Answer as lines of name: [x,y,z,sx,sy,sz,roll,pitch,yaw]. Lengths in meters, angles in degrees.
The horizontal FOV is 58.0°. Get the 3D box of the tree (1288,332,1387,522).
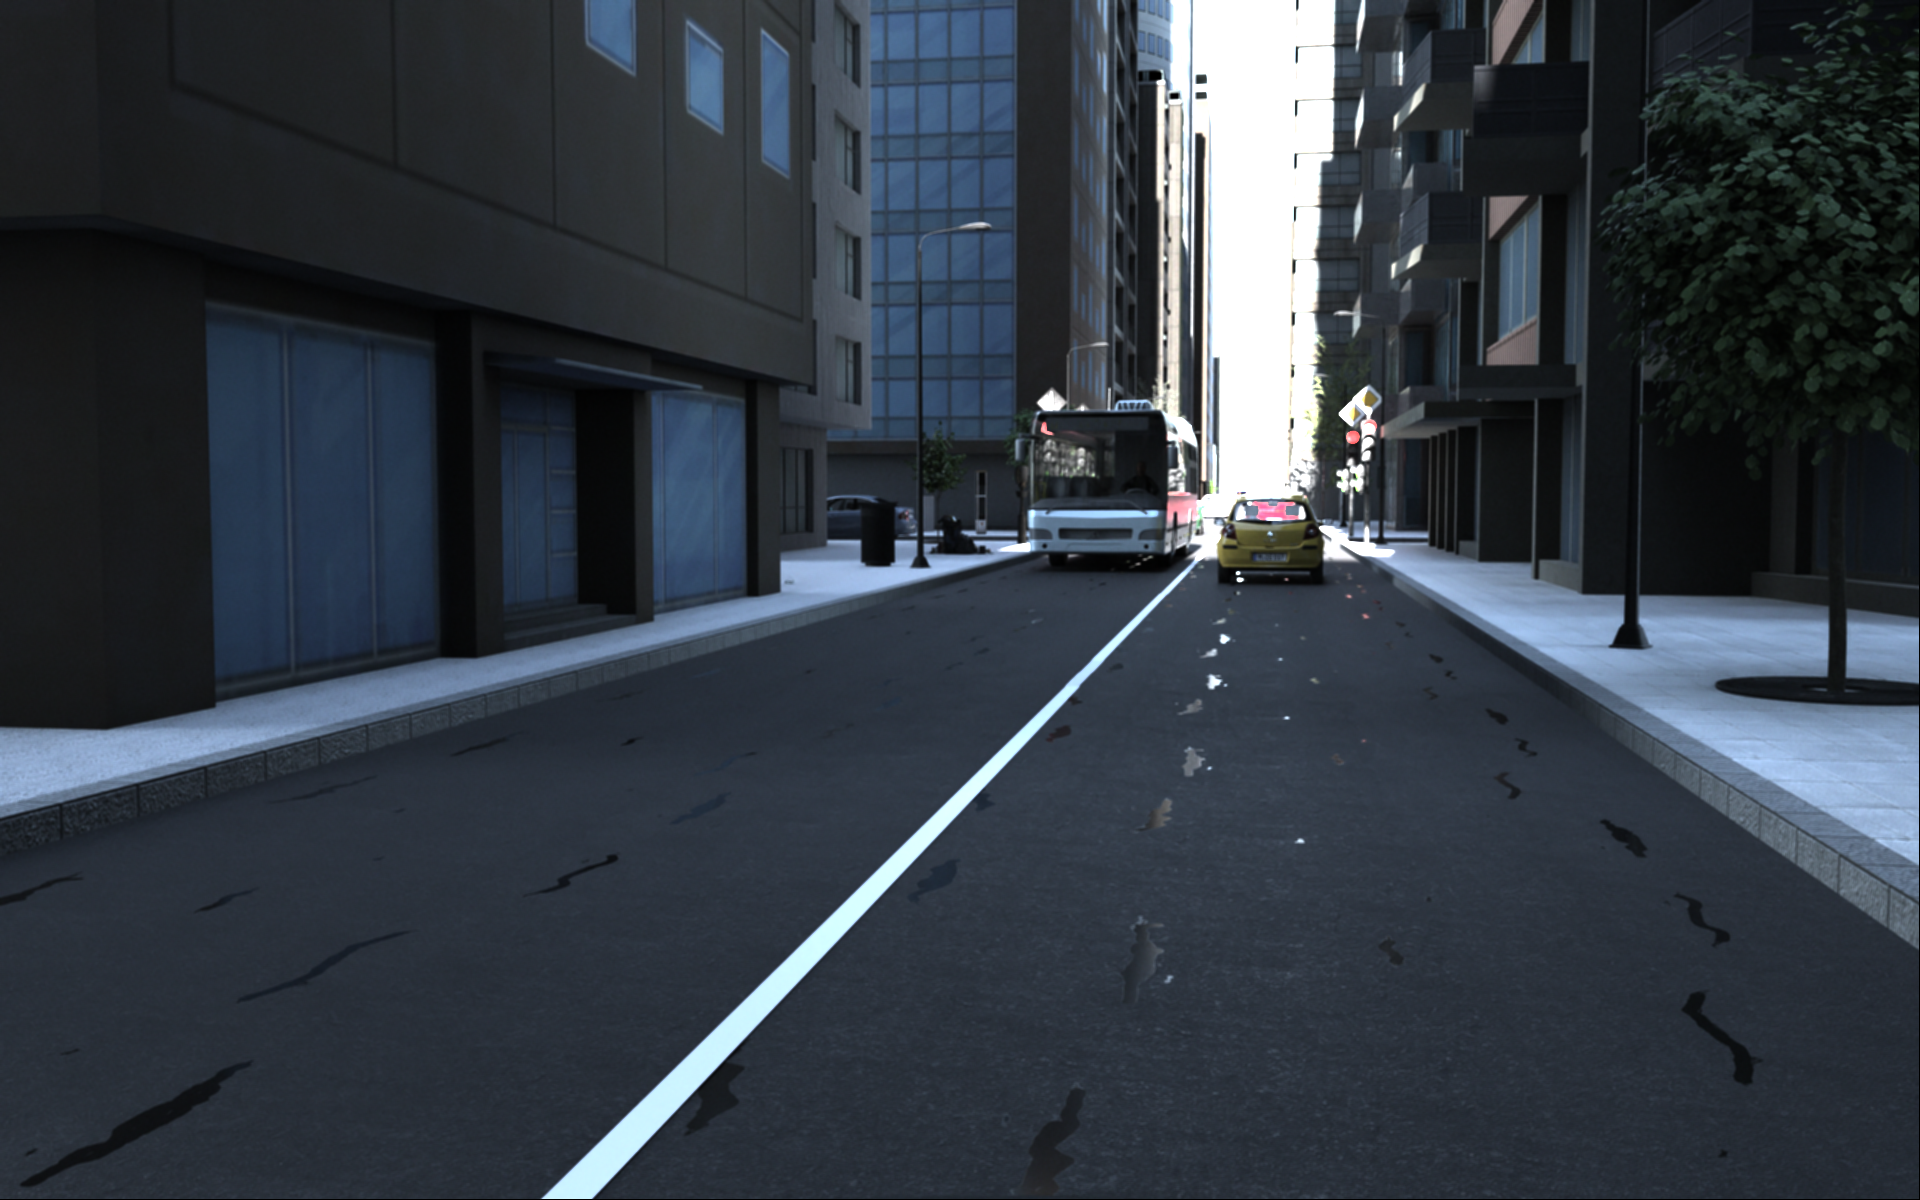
tree: [16.986,-7.813,78.106,4.737,8.622,4.395,0,3,0]

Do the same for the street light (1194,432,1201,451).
street light: [17.243,-9.582,129.204,1.470,5.913,1.316,1,4,10]

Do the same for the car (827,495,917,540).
car: [-3.510,-2.355,50.509,4.499,1.417,2.014,1,4,11]

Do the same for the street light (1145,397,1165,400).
street light: [9.056,-6.737,82.692,1.470,5.913,1.316,1,4,10]

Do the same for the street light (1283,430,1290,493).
street light: [24.417,-9.377,125.859,1.470,5.913,1.316,1,4,10]

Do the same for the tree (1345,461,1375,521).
tree: [18.403,-5.319,81.561,1.663,3.219,1.824,0,3,0]

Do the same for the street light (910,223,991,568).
street light: [-0.160,-3.509,29.920,1.470,5.913,1.316,1,4,10]

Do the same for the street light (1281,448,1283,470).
street light: [27.603,-10.457,143.518,1.470,5.913,1.316,1,4,10]

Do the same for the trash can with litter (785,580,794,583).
trash can with litter: [-3.496,-0.827,24.582,2.233,1.210,1.678,0,4,0]

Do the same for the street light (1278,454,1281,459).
street light: [32.683,-12.236,172.595,1.470,5.913,1.316,1,4,10]

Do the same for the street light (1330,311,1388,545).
street light: [10.206,-4.377,44.105,1.470,5.913,1.316,1,4,10]

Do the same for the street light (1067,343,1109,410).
street light: [3.870,-4.948,53.442,1.470,5.913,1.316,1,4,10]

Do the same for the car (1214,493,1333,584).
car: [5.272,-1.163,29.234,2.015,1.641,3.980,1,4,11]

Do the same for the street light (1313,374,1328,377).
street light: [14.351,-5.784,67.116,1.470,5.913,1.316,1,4,10]

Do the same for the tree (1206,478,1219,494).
tree: [29.613,-12.787,203.665,1.663,3.219,1.824,0,3,0]

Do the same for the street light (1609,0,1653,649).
street light: [5.079,-2.561,14.406,1.470,5.913,1.316,1,4,10]

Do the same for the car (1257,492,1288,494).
car: [11.365,-3.305,63.080,2.155,1.783,4.494,1,4,8]

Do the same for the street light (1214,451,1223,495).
street light: [27.589,-13.213,188.576,1.470,5.913,1.316,1,4,10]

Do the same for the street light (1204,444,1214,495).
street light: [22.395,-11.430,159.423,1.470,5.913,1.316,1,4,10]

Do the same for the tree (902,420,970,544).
tree: [-0.525,-3.088,45.085,1.663,3.219,1.824,0,3,0]

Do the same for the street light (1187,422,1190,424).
street light: [14.114,-8.515,111.763,1.470,5.913,1.316,1,4,10]

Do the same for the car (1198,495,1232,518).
car: [15.372,-5.631,104.420,2.083,1.381,4.827,1,4,12]

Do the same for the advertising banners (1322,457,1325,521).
advertising banners: [15.787,-4.834,75.231,0.090,3.025,2.074,1,4,12]

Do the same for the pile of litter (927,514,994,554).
pile of litter: [-0.080,-1.431,37.364,1.176,0.858,1.719,-3,5,-45]

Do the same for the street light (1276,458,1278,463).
street light: [37.806,-14.013,201.655,1.470,5.913,1.316,1,4,10]

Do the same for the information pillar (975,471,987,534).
information pillar: [0.670,-3.095,55.101,0.304,2.012,0.304,-1,4,-11]

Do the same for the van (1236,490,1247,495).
van: [43.601,-16.141,268.291,2.240,2.365,5.245,1,4,8]

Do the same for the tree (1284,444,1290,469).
tree: [42.173,-16.168,214.709,4.360,8.622,3.978,0,3,0]

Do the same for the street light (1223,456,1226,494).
street light: [31.371,-14.570,210.767,1.470,5.913,1.316,1,4,10]

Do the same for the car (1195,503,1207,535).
car: [7.767,-3.067,61.943,2.131,1.459,4.920,1,4,9]

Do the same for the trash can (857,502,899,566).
trash can: [-1.464,-1.177,30.890,0.748,1.137,0.748,0,3,0]
